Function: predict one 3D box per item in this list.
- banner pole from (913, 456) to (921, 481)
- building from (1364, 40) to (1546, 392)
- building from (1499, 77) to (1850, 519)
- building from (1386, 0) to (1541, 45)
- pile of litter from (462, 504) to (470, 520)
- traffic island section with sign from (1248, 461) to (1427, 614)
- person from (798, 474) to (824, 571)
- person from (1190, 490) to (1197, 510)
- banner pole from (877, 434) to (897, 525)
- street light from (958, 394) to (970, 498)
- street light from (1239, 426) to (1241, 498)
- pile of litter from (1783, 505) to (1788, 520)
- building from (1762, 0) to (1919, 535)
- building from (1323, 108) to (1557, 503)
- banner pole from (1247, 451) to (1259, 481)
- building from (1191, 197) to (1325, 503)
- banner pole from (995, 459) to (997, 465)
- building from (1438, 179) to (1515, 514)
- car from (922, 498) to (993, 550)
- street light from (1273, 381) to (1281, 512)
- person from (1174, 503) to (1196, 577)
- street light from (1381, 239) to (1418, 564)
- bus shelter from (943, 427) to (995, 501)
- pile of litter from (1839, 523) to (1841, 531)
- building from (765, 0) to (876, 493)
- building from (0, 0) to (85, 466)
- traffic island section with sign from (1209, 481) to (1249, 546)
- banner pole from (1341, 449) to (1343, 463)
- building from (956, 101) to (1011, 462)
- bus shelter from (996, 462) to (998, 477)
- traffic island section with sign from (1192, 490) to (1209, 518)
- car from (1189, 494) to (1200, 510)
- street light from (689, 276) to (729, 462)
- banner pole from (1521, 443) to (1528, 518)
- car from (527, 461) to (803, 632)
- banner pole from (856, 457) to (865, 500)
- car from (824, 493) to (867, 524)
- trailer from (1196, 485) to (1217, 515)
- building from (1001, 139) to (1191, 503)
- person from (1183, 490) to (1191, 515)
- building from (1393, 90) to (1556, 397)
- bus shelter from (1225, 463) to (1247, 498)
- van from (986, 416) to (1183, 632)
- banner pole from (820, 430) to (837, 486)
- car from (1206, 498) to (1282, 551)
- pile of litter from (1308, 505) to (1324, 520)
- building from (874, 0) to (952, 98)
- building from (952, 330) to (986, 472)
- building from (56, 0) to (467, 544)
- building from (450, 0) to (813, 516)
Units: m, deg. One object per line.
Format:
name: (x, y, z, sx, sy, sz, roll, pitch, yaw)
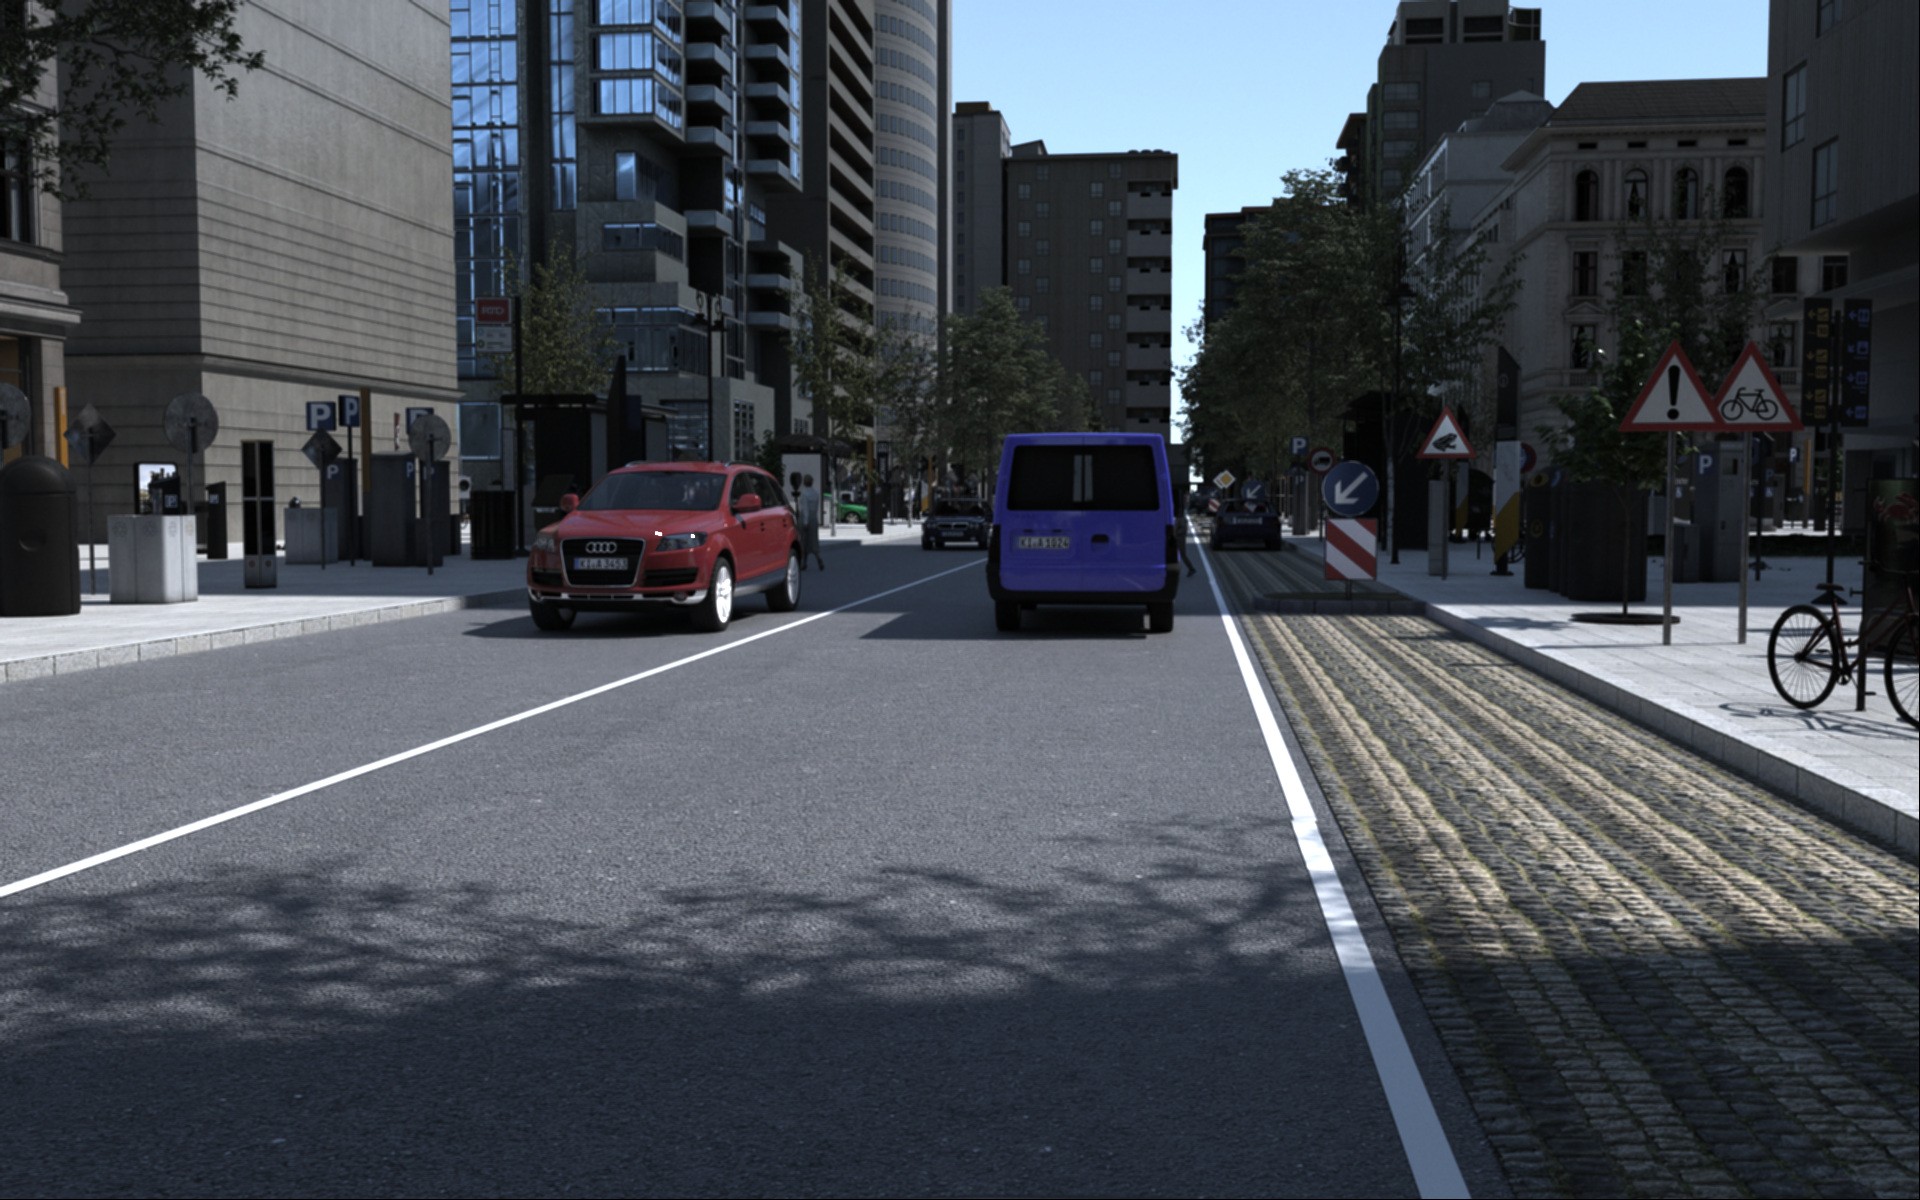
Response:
banner pole: (-2.855, -7.582, 113.980, 0.863, 3.779, 0.401, -2, 4, -27)
building: (45.489, -29.189, 160.827, 14.154, 41.232, 14.086, 0, 4, 7)
building: (40.204, -16.178, 93.387, 19.941, 23.489, 11.050, 0, 4, 7)
building: (73.512, -49.879, 253.775, 20.611, 71.187, 20.563, 0, 4, 7)
pile of litter: (-24.164, -4.327, 84.712, 1.176, 0.858, 1.719, -1, 4, -20)
traffic island section with sign: (4.666, -0.789, 21.525, 1.989, 1.847, 2.006, 0, 4, 7)
person: (-2.773, -1.443, 32.314, 0.478, 1.798, 0.641, -3, 4, -39)
person: (20.441, -8.772, 151.946, 0.660, 1.820, 0.620, 0, 3, 0)
banner pole: (-3.036, -4.990, 71.598, 0.863, 3.779, 0.401, 0, 4, -8)
street light: (0.173, -6.572, 80.233, 0.468, 5.910, 1.993, 0, 4, 7)
street light: (18.298, -8.593, 113.283, 0.468, 5.910, 1.993, 0, 4, 7)
pile of litter: (40.847, -4.438, 86.519, 1.719, 0.858, 1.176, 3, 5, 45)
building: (36.595, -27.462, 38.250, 28.713, 52.752, 27.495, 0, 4, 7)
building: (53.998, -33.099, 195.786, 22.147, 44.769, 28.867, 0, 4, 7)
banner pole: (16.951, -6.766, 100.648, 0.863, 3.779, 0.401, 0, 4, 5)
building: (49.099, -36.948, 258.715, 28.867, 44.769, 22.147, 0, 4, 7)
banner pole: (2.432, -7.293, 109.262, 0.863, 3.779, 0.401, -2, 4, -29)
building: (37.643, -15.755, 112.354, 10.420, 20.320, 16.860, 0, 4, 7)
car: (0.022, -2.020, 45.601, 1.945, 1.354, 3.894, 0, 4, 6)
street light: (12.708, -5.930, 69.746, 0.468, 5.910, 1.993, 0, 4, 7)
person: (3.796, -1.047, 29.894, 0.640, 1.303, 0.475, -1, 4, -21)
street light: (7.998, -3.601, 31.666, 0.468, 5.910, 1.993, 0, 4, 7)
bus shelter: (0.383, -7.832, 105.690, 2.179, 5.291, 8.768, 0, 4, 7)
pile of litter: (30.958, -2.783, 59.462, 1.719, 0.858, 1.176, -1, 4, -15)
building: (-19.432, -31.883, 144.991, 21.300, 48.544, 21.600, 0, 4, 7)
building: (-26.582, -10.273, 18.875, 10.553, 20.767, 40.483, 0, 4, 7)
traffic island section with sign: (8.070, -2.434, 48.423, 1.989, 1.847, 2.006, 0, 4, 7)
banner pole: (18.910, -5.811, 85.028, 0.401, 3.779, 0.863, 3, 5, 45)
building: (-6.631, -44.172, 264.217, 28.212, 58.520, 21.231, 0, 4, 7)
bus shelter: (2.366, -8.429, 115.441, 2.179, 5.291, 8.768, 0, 4, 7)
traffic island section with sign: (14.987, -5.775, 103.043, 1.989, 1.847, 2.006, 0, 4, 7)
car: (21.527, -8.987, 156.725, 2.009, 1.686, 4.222, 0, 4, 7)
street light: (-5.312, -3.917, 36.836, 0.468, 5.910, 1.993, 0, 4, 7)
banner pole: (27.646, -5.811, 85.034, 0.401, 3.779, 0.863, -1, 4, -20)
car: (-3.218, -0.680, 19.789, 2.281, 1.827, 5.304, 0, 4, 8)
banner pole: (-6.630, -7.647, 115.047, 0.863, 3.779, 0.401, -3, 4, -37)
car: (-5.919, -4.111, 76.014, 4.718, 1.807, 1.959, 0, 4, 8)
trailer: (16.104, -6.461, 112.687, 1.471, 1.999, 3.904, 0, 4, 5)
building: (21.436, -41.290, 264.330, 27.495, 52.752, 28.713, 0, 4, 7)
person: (15.360, -6.599, 117.224, 0.563, 1.720, 0.643, -1, 4, -23)
building: (41.195, -21.897, 135.502, 11.434, 29.767, 29.804, 0, 4, 7)
bus shelter: (21.152, -8.633, 132.431, 1.731, 3.624, 6.357, 0, 4, 7)
van: (1.465, -0.939, 19.732, 2.240, 2.365, 5.245, 0, 4, 6)
banner pole: (-5.164, -4.747, 67.631, 0.863, 3.779, 0.401, -2, 4, -26)
car: (7.350, -1.967, 44.738, 1.945, 1.354, 3.894, 0, 4, 7)
pile of litter: (17.751, -4.453, 86.764, 1.719, 0.858, 1.176, 0, 4, 3)
building: (-12.986, -38.467, 170.926, 21.231, 58.520, 28.212, 0, 4, 7)
building: (-12.626, -22.102, 206.411, 28.899, 21.520, 27.650, 0, 4, 7)
building: (-39.556, -16.971, 53.896, 44.131, 29.872, 17.030, 0, 4, 7)
building: (-21.760, -48.743, 109.617, 22.319, 86.520, 31.000, 0, 4, 7)
